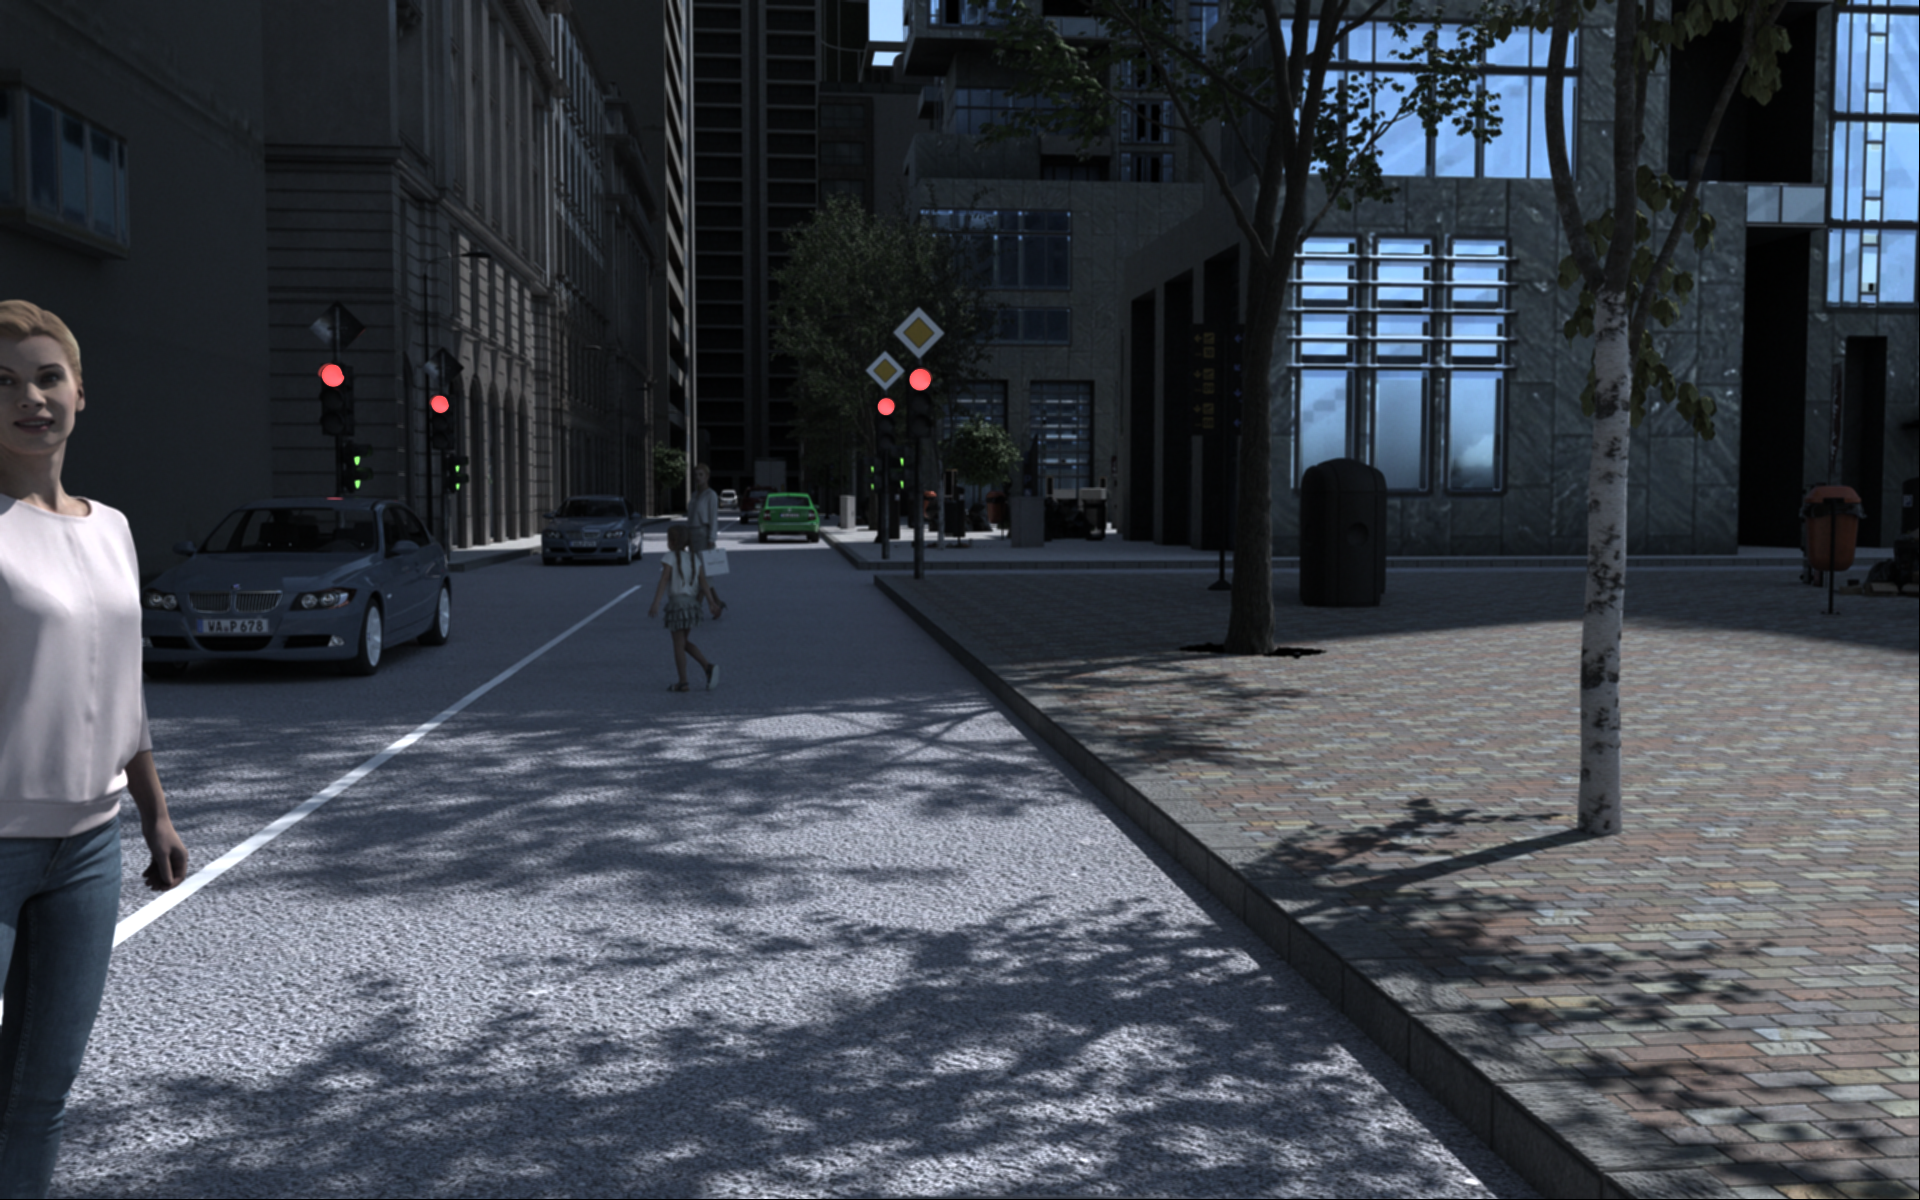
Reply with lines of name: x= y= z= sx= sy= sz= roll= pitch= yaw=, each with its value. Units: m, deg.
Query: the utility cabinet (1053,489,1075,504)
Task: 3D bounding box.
utility cabinet: x=4.487 y=-4.116 z=75.976 sx=1.173 sy=1.500 sz=0.318 roll=-1 pitch=4 yaw=-22

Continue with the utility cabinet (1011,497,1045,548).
utility cabinet: x=1.625 y=-1.865 z=41.661 sx=0.306 sy=1.237 sz=1.020 roll=3 pitch=4 yaw=37

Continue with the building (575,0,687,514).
building: x=-29.997 y=-30.168 z=116.940 sx=21.300 sy=48.544 sz=21.600 roll=0 pitch=4 yaw=-6

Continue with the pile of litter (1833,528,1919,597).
pile of litter: x=11.921 y=-0.480 z=21.813 sx=1.176 sy=0.858 sz=1.719 roll=-1 pitch=4 yaw=-22

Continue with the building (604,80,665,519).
building: x=-22.122 y=-14.950 z=86.230 sx=13.314 sy=21.916 sz=24.055 roll=0 pitch=4 yaw=-6

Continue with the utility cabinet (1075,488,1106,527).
utility cabinet: x=5.054 y=-3.524 z=66.293 sx=0.318 sy=1.500 sz=1.173 roll=-3 pitch=5 yaw=-43

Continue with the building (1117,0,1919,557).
building: x=20.132 y=-44.812 z=45.354 sx=31.000 sy=86.520 sz=22.319 roll=0 pitch=4 yaw=-6

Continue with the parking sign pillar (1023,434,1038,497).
parking sign pillar: x=3.170 y=-5.454 z=77.646 sx=1.447 sy=3.967 sz=1.447 roll=1 pitch=4 yaw=14

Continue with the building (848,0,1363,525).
building: x=5.698 y=-47.707 z=92.679 sx=22.319 sy=86.520 sz=31.000 roll=0 pitch=4 yaw=-6

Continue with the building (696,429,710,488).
building: x=-40.782 y=-52.376 z=169.019 sx=31.000 sy=86.520 sz=22.319 roll=0 pitch=4 yaw=-6

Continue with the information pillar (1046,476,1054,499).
information pillar: x=3.730 y=-4.142 z=72.210 sx=0.304 sy=2.012 sz=0.304 roll=0 pitch=4 yaw=-3

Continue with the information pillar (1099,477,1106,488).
information pillar: x=6.227 y=-4.355 z=75.699 sx=0.304 sy=2.012 sz=0.304 roll=0 pitch=4 yaw=-1

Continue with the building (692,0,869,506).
building: x=-20.802 y=-46.648 z=200.950 sx=20.611 sy=71.187 sz=20.563 roll=0 pitch=4 yaw=-6

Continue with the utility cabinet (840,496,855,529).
utility cabinet: x=-4.133 y=-3.222 z=63.840 sx=0.306 sy=1.237 sz=1.020 roll=1 pitch=4 yaw=14

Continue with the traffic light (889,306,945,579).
traffic light: x=-0.639 y=-2.272 z=26.060 sx=0.839 sy=4.253 sz=0.868 roll=0 pitch=4 yaw=-6

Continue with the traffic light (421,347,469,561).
traffic light: x=-9.846 y=-2.702 z=33.099 sx=0.839 sy=4.253 sz=0.868 roll=0 pitch=4 yaw=-6

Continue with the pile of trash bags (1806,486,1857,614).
pile of trash bags: x=10.708 y=-0.515 z=18.168 sx=3.447 sy=1.369 sz=1.912 roll=2 pitch=4 yaw=23

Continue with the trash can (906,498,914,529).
trash can: x=-1.641 y=-3.229 z=64.452 sx=0.748 sy=1.137 sz=0.748 roll=0 pitch=3 yaw=0

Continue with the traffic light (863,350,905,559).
traffic light: x=-1.484 y=-2.757 z=34.001 sx=0.839 sy=4.253 sz=0.868 roll=0 pitch=4 yaw=-6

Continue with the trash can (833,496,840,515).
trash can: x=-7.263 y=-5.673 z=104.405 sx=0.748 sy=1.137 sz=0.748 roll=0 pitch=3 yaw=0

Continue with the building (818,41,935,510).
building: x=3.989 y=-27.722 z=145.142 sx=32.217 sy=40.220 sz=23.993 roll=0 pitch=4 yaw=-6

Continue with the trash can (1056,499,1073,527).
trash can: x=3.367 y=-2.614 z=54.397 sx=0.748 sy=1.137 sz=0.748 roll=0 pitch=3 yaw=0

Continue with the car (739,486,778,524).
car: x=-9.610 y=-4.606 z=83.987 sx=2.281 sy=1.827 sz=5.304 roll=0 pitch=4 yaw=-5

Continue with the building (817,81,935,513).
building: x=-3.298 y=-21.642 z=125.545 sx=14.160 sy=30.474 sz=14.107 roll=0 pitch=4 yaw=-6

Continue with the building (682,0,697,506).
building: x=-32.971 y=-36.656 z=141.320 sx=21.231 sy=58.520 sz=28.212 roll=0 pitch=4 yaw=-6

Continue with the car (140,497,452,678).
car: x=-5.628 y=-0.189 z=15.091 sx=2.014 sy=1.417 sz=4.499 roll=0 pitch=4 yaw=-5

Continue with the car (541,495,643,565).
car: x=-7.684 y=-1.496 z=36.460 sx=2.014 sy=1.417 sz=4.499 roll=0 pitch=4 yaw=-6

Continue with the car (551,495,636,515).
car: x=-8.771 y=-1.822 z=41.798 sx=2.014 sy=1.417 sz=4.499 roll=0 pitch=4 yaw=-4

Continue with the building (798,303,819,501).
building: x=-1.908 y=-19.976 z=171.640 sx=27.650 sy=21.520 sz=28.899 roll=0 pitch=4 yaw=-6

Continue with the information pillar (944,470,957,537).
information pillar: x=-0.281 y=-2.919 z=52.223 sx=0.304 sy=2.012 sz=0.304 roll=2 pitch=4 yaw=25

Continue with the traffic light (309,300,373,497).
traffic light: x=-9.002 y=-2.216 z=25.158 sx=0.839 sy=4.253 sz=0.868 roll=0 pitch=4 yaw=-6

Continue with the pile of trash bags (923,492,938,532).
pile of trash bags: x=-0.366 y=-3.058 z=59.747 sx=1.912 sy=1.369 sz=3.447 roll=-2 pitch=4 yaw=-32

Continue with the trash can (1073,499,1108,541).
trash can: x=3.711 y=-2.212 z=47.820 sx=0.748 sy=1.137 sz=0.748 roll=0 pitch=3 yaw=0

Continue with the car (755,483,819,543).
car: x=-5.212 y=-2.663 z=52.343 sx=1.959 sy=1.807 sz=4.718 roll=0 pitch=4 yaw=-7

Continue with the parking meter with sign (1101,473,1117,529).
parking meter with sign: x=5.930 y=-4.139 z=63.939 sx=1.738 sy=3.016 sz=0.543 roll=1 pitch=4 yaw=9

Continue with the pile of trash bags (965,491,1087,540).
pile of trash bags: x=2.084 y=-2.442 z=49.684 sx=3.447 sy=1.369 sz=1.912 roll=-3 pitch=5 yaw=-42

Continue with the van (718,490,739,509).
van: x=-22.392 y=-9.813 z=167.460 sx=2.013 sy=2.044 sz=4.112 roll=0 pitch=4 yaw=-6
